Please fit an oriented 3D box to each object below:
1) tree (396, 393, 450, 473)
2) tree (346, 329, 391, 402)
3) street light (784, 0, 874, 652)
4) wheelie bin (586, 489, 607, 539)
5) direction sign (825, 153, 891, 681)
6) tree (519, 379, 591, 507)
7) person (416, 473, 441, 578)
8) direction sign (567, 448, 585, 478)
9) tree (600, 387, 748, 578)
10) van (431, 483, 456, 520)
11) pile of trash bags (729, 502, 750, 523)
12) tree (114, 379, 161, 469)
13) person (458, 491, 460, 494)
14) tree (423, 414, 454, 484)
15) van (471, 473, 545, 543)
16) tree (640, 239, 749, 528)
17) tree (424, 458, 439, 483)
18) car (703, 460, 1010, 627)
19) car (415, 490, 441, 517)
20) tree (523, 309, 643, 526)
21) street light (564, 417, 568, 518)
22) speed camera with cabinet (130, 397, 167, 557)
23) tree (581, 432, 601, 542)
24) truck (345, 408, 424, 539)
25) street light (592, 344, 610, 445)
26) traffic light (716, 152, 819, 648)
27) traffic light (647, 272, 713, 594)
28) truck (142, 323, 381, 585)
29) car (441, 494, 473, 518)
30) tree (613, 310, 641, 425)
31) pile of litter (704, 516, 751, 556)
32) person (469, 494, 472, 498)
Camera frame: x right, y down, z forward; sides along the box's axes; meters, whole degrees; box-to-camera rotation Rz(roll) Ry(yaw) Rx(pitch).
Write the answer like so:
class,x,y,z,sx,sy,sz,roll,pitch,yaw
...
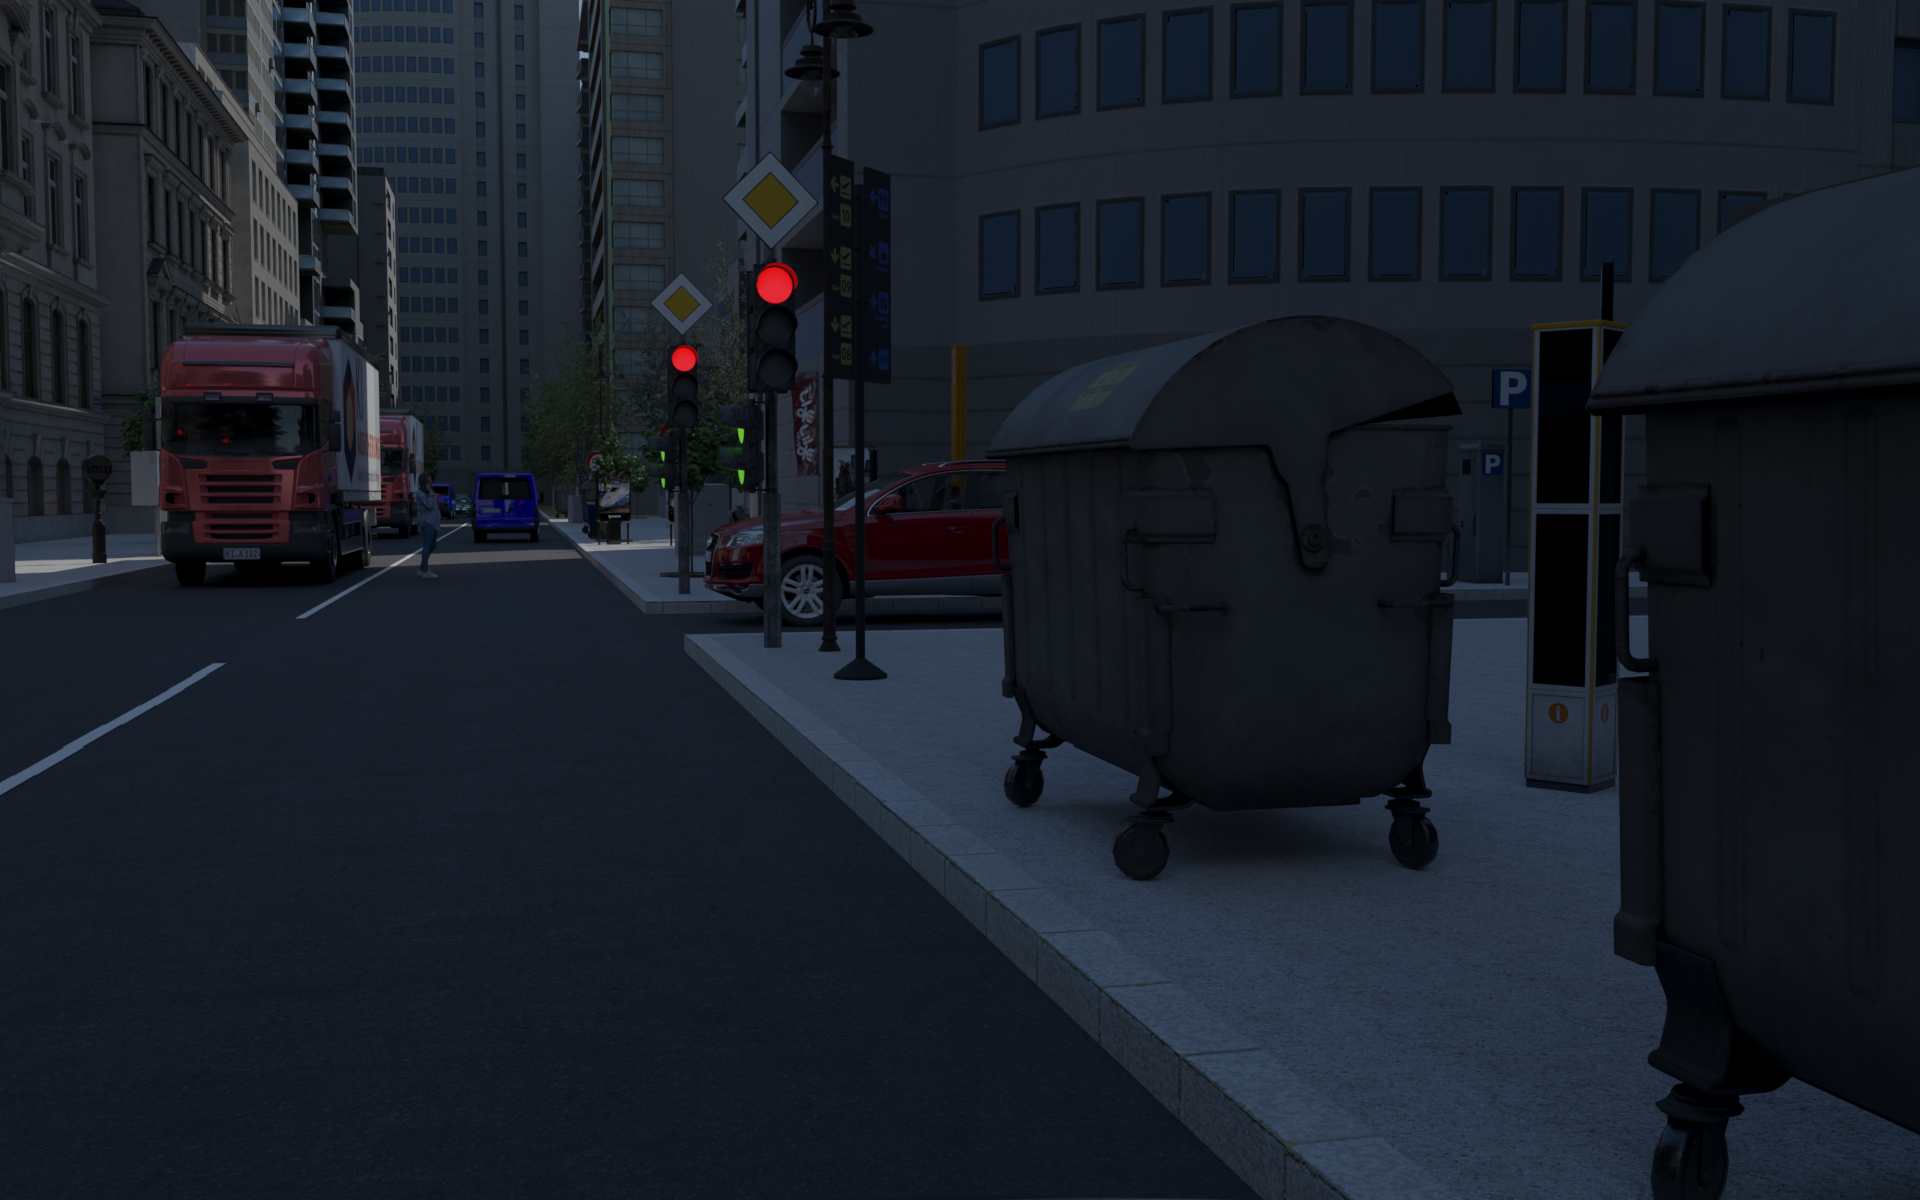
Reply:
class,x,y,z,sx,sy,sz,roll,pitch,yaw
tree,-39.925,-10.820,127.268,4.737,8.622,4.395,0,3,0
tree,-27.504,-7.731,76.771,4.360,8.622,3.978,0,3,0
street light,-1.067,-2.520,13.984,0.468,5.910,1.993,-1,4,-14
wheelie bin,-10.205,-2.529,49.262,0.693,1.594,0.980,-3,4,-36
direction sign,-0.694,-1.222,11.984,0.379,3.537,0.876,2,4,26
tree,-39.641,-15.438,170.540,7.486,12.596,7.792,0,3,0
person,-9.137,-1.278,29.662,0.793,1.790,0.793,-3,4,-36
direction sign,-18.899,-5.711,85.378,0.876,3.537,0.379,0,4,6
tree,-4.309,-1.981,26.985,1.663,3.219,1.824,0,3,0
van,-29.801,-5.759,98.550,2.240,2.365,5.245,-1,4,-14
pile of trash bags,-7.274,-2.764,54.943,1.912,1.369,3.447,2,4,33
tree,-20.148,-3.748,44.997,4.285,4.588,4.351,0,3,0
person,-43.701,-8.656,150.958,0.756,1.711,0.436,1,4,19
tree,-48.497,-12.723,158.386,4.360,8.622,3.978,0,3,0
van,-13.807,-2.963,52.826,2.240,2.365,5.245,-1,4,-13
tree,-6.028,-6.061,49.464,4.360,8.622,3.978,0,3,0
tree,-42.053,-9.202,134.167,4.285,4.588,4.351,0,3,0
car,-0.294,-0.692,19.980,5.304,1.827,2.281,-1,4,-14
car,-26.046,-4.539,82.893,2.281,1.827,5.304,-1,4,-13
tree,-14.880,-7.299,69.708,4.737,8.622,4.395,0,3,0
street light,-21.542,-7.449,94.580,0.468,5.910,1.993,-1,4,-14
speed camera with cabinet,-16.587,-2.557,36.145,0.660,3.252,2.038,0,4,-2
tree,-9.397,-3.167,46.374,1.663,3.219,1.824,0,3,0
truck,-19.759,-4.278,58.862,2.839,4.237,11.283,-1,4,-15
street light,-11.043,-4.927,53.337,0.468,5.910,1.993,-1,4,-14
traffic light,-1.587,-1.558,14.390,0.839,4.253,0.868,-1,4,-14
traffic light,-3.559,-2.031,22.128,0.839,4.253,0.868,-1,4,-14
truck,-12.051,-2.565,30.854,2.839,4.237,11.283,-1,4,-14
car,-30.911,-5.795,106.551,2.131,1.459,4.920,-1,4,-14
tree,-10.829,-6.957,64.113,4.360,8.622,3.978,0,3,0
pile of litter,-4.436,-1.216,33.853,1.176,0.858,1.719,0,4,8
person,-35.013,-7.117,125.002,1.348,1.807,0.705,0,4,-2
